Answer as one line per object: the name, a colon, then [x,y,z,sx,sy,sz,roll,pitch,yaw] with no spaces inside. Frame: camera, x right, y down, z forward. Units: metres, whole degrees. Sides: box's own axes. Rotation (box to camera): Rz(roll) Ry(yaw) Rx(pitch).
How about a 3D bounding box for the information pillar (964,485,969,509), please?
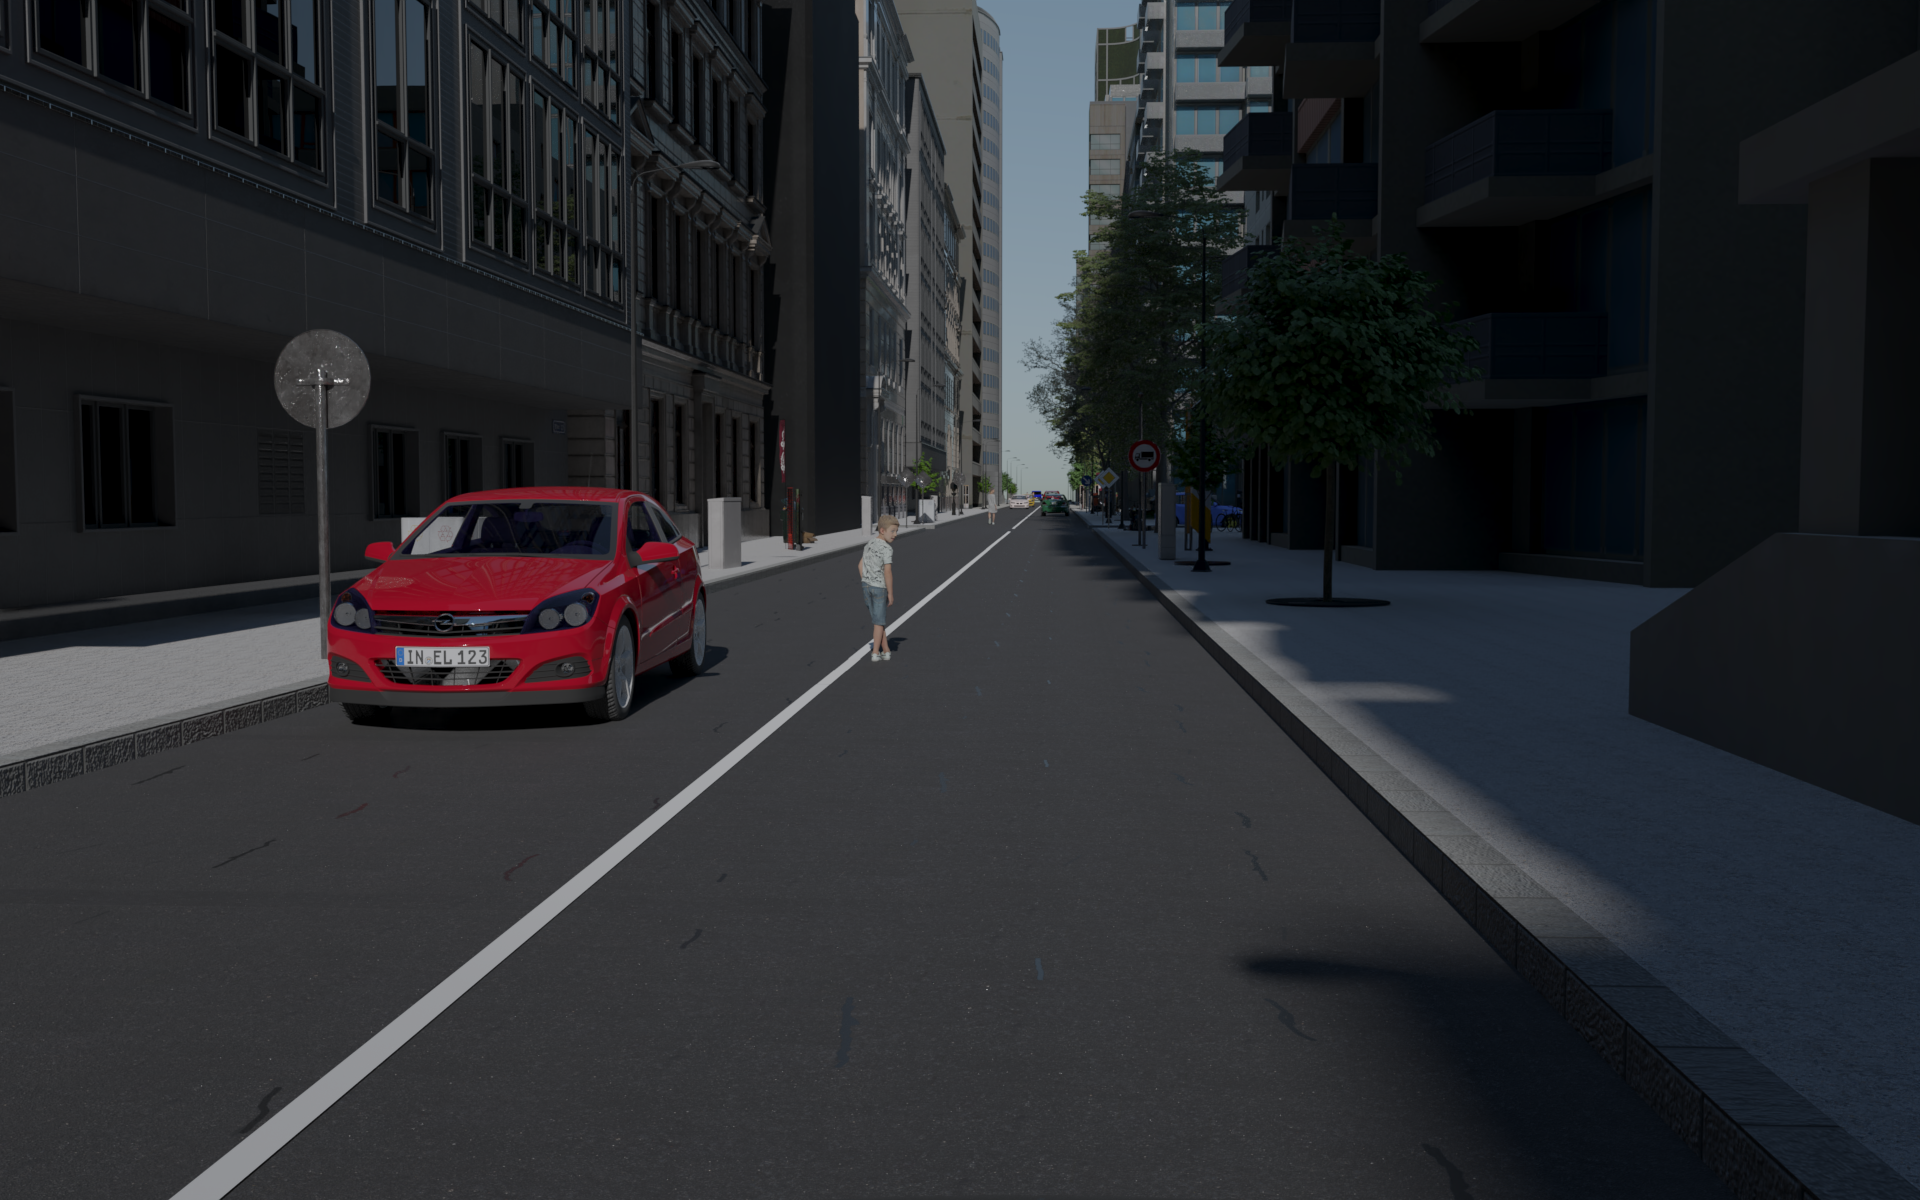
information pillar: [0.519,-8.713,146.952,0.304,2.012,0.304,-3,4,-36]

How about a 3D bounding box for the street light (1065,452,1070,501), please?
street light: [10.329,-11.094,153.931,1.470,5.913,1.316,0,4,3]

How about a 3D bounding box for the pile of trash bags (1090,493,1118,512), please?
pile of trash bags: [10.221,-7.031,124.703,1.912,1.369,3.447,1,4,23]

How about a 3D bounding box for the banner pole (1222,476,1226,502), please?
banner pole: [15.337,-6.768,100.672,0.401,3.779,0.863,2,4,28]

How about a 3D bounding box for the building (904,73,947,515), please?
building: [-8.625,-19.084,105.534,14.314,27.812,24.014,0,4,3]

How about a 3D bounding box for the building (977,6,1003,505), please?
building: [-5.853,-40.686,207.213,21.231,58.520,28.212,0,4,3]

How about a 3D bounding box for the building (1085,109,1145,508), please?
building: [28.550,-28.846,163.506,32.217,40.220,23.993,0,4,3]

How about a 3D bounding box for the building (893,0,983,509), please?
building: [-9.031,-32.713,158.556,21.300,48.544,21.600,0,4,3]

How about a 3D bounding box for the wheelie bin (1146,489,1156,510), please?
wheelie bin: [12.297,-6.289,110.732,0.980,1.594,0.693,-1,4,-18]

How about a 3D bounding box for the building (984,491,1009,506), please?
building: [-9.937,-33.813,244.725,32.217,40.220,23.993,0,4,3]

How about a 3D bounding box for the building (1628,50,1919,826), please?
building: [19.600,-18.911,1.074,32.217,40.220,23.993,0,4,3]

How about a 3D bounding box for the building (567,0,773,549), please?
building: [-10.792,-10.815,41.454,10.561,19.102,19.286,0,4,3]

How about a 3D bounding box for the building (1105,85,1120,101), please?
building: [26.858,-35.805,205.017,23.786,49.044,30.456,0,4,3]

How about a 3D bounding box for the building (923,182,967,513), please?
building: [-6.353,-20.415,131.044,12.463,27.353,25.104,0,4,3]

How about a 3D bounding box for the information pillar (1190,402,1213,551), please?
information pillar: [5.434,-2.911,38.952,0.504,3.616,0.183,-1,4,-18]

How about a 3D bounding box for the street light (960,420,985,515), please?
street light: [0.628,-8.304,108.306,1.470,5.913,1.316,0,4,3]

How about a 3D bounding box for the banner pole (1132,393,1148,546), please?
banner pole: [4.451,-3.218,42.625,0.401,3.779,0.863,0,4,2]

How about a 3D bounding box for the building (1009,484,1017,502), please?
building: [-6.644,-36.736,292.513,32.217,40.220,23.993,0,4,3]

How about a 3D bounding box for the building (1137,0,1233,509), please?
building: [24.791,-31.258,130.669,23.786,49.044,30.456,0,4,3]

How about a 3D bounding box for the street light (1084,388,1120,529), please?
street light: [5.408,-5.560,63.441,1.470,5.913,1.316,0,4,3]

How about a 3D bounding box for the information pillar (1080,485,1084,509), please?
information pillar: [10.194,-8.606,145.195,0.304,2.012,0.304,0,4,-6]

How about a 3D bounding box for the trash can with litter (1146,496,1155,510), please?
trash can with litter: [12.091,-5.985,109.236,1.055,1.170,0.624,-3,5,-40]

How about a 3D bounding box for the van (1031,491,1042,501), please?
van: [13.310,-18.175,301.548,2.240,2.365,5.245,0,4,2]

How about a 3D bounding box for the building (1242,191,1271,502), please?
building: [29.895,-14.645,84.485,28.899,21.520,27.650,0,4,3]

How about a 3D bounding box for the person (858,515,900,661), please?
person: [-0.696,-0.106,14.912,0.352,1.250,0.332,0,4,-5]

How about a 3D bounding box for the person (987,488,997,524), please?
person: [1.521,-4.447,81.966,0.466,1.731,0.760,0,4,6]

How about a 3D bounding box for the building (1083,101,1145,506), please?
building: [20.546,-30.565,183.338,14.154,41.232,14.086,0,4,3]

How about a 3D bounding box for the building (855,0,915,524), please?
building: [-9.618,-18.202,83.502,13.634,28.700,20.117,0,4,3]

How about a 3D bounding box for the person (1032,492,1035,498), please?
person: [9.836,-13.719,233.614,0.445,1.727,0.742,2,4,24]

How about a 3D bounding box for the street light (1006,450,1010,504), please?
street light: [4.648,-12.944,184.170,1.470,5.913,1.316,0,4,3]

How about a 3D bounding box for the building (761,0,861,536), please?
building: [-11.934,-13.975,58.174,15.834,23.373,12.332,0,4,3]

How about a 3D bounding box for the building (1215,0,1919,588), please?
building: [17.045,-23.295,35.493,22.147,44.769,28.867,0,4,3]

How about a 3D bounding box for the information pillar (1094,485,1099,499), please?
information pillar: [10.798,-8.104,136.985,0.304,2.012,0.304,-1,4,-9]

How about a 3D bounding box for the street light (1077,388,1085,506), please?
street light: [5.976,-6.308,75.676,1.470,5.913,1.316,0,4,3]

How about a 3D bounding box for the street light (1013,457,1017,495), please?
street light: [6.515,-15.079,219.080,1.470,5.913,1.316,0,4,3]

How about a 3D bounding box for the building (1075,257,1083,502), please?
building: [26.942,-37.607,298.463,14.154,41.232,14.086,0,4,3]

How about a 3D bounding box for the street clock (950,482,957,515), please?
street clock: [-0.373,-6.114,104.527,0.358,2.002,0.471,2,4,31]

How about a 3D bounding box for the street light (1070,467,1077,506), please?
street light: [7.974,-8.469,111.012,1.470,5.913,1.316,0,4,3]

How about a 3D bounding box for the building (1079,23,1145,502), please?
building: [28.729,-50.594,265.456,20.563,71.187,20.611,0,4,3]

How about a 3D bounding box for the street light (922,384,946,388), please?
street light: [-1.287,-6.158,73.229,1.470,5.913,1.316,0,4,3]

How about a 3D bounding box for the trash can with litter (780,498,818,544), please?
trash can with litter: [-4.182,-2.071,45.242,1.055,1.170,0.624,2,4,32]

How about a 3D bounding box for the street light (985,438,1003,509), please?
street light: [2.774,-10.812,149.325,1.470,5.913,1.316,0,4,3]

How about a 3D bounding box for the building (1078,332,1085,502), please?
building: [26.378,-31.350,284.266,14.160,30.474,14.107,0,4,3]

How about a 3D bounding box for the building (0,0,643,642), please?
building: [-13.360,-13.834,19.687,14.314,27.812,24.014,0,4,3]
